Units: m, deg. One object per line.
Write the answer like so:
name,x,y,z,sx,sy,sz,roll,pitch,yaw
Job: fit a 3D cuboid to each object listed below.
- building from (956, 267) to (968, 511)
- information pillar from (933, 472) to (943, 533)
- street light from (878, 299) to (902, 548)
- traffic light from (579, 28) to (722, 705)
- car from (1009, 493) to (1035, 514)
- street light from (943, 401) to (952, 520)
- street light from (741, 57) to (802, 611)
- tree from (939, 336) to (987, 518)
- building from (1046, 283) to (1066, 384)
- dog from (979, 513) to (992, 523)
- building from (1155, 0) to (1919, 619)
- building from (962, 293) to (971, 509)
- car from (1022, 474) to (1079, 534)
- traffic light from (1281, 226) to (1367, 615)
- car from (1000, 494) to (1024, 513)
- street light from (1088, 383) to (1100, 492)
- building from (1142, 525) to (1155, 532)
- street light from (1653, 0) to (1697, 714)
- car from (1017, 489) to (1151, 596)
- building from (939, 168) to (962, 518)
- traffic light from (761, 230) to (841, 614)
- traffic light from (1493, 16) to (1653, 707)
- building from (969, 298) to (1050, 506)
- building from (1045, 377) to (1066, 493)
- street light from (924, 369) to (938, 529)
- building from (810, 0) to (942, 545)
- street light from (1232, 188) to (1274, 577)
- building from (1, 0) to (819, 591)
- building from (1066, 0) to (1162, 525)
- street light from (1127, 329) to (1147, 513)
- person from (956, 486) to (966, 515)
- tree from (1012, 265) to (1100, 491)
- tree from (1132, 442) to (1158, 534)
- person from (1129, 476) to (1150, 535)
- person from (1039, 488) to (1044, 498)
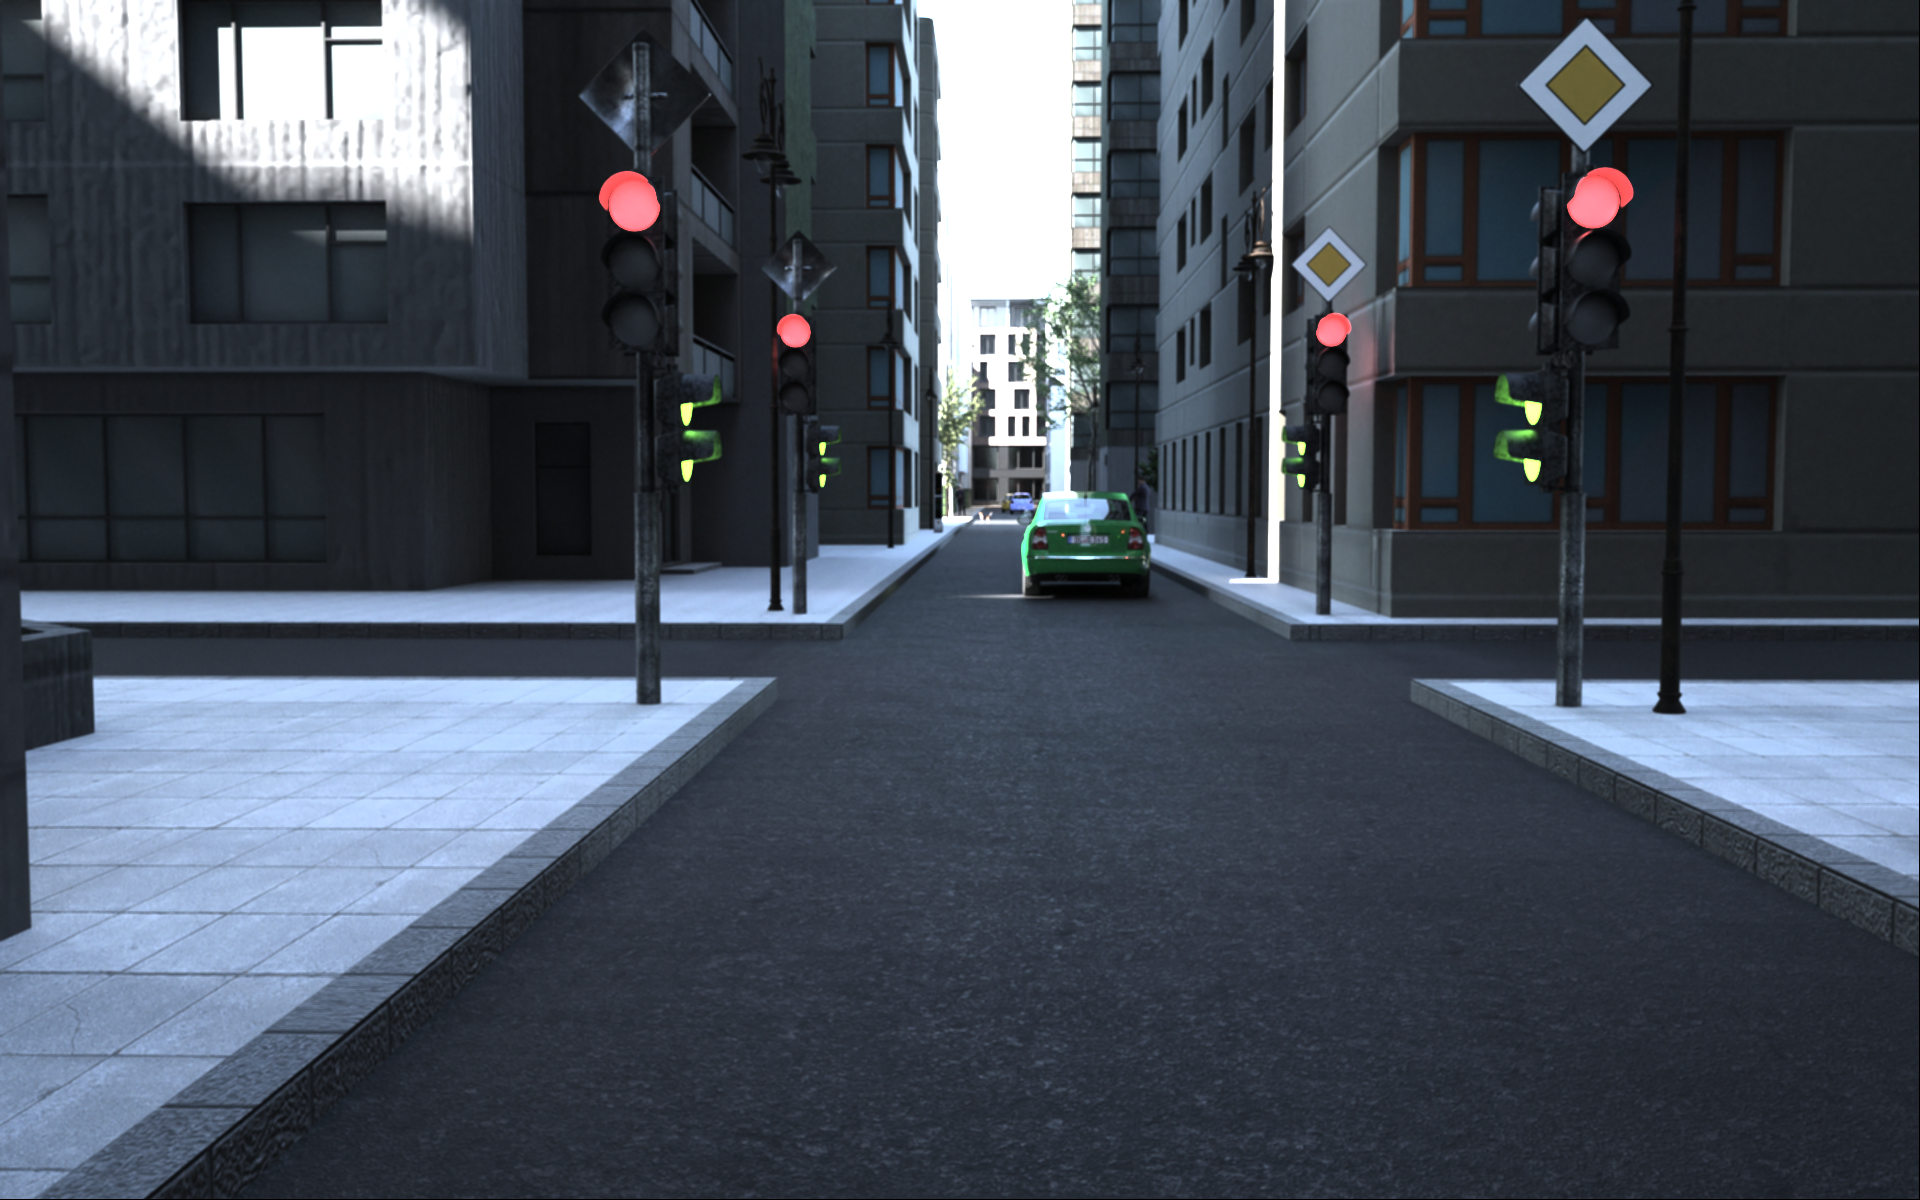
building,-7.360,-17.530,143.042,16.016,20.091,11.380,0,4,1
information pillar,-0.727,-3.257,57.741,0.304,2.012,0.304,0,4,-4
street light,-1.654,-4.182,41.166,0.468,5.910,1.993,0,4,1
traffic light,-1.890,-1.319,10.494,0.839,4.253,0.868,0,4,1
car,4.438,-7.010,124.208,1.945,1.707,3.694,0,4,3
street light,-0.597,-6.833,84.501,0.468,5.910,1.993,0,4,1
street light,-2.036,-2.823,18.950,0.468,5.910,1.993,0,4,1
tree,-1.214,-7.895,79.437,4.737,8.622,4.395,0,3,0
building,16.448,-17.555,153.483,16.747,18.905,31.486,0,4,1
dog,1.271,-4.127,86.763,0.540,0.507,0.406,-2,4,-30
building,19.235,-11.358,30.748,28.899,21.520,27.650,0,4,1
building,-14.816,-18.023,161.127,31.486,18.905,16.747,0,4,1
car,2.204,-1.521,33.657,1.959,1.807,4.718,0,3,0
traffic light,3.858,-1.801,18.363,0.839,4.253,0.868,0,4,1
car,4.114,-7.623,134.861,2.015,1.641,3.980,0,4,1
street light,5.521,-6.007,71.003,0.468,5.910,1.993,0,4,1
building,12.071,-17.837,63.344,14.160,30.474,14.107,0,4,1
street light,4.170,-2.276,10.004,0.468,5.910,1.993,0,4,1
car,1.823,-1.031,25.653,1.959,1.807,4.718,0,4,2
building,-8.811,-14.900,110.076,16.747,18.905,31.486,0,4,1
traffic light,-1.702,-1.808,18.477,0.839,4.253,0.868,0,4,1
traffic light,3.670,-1.312,10.380,0.839,4.253,0.868,0,4,1
building,13.846,-21.215,190.836,32.646,21.610,27.936,0,4,1
building,10.938,-11.133,124.164,9.099,9.664,28.070,0,4,1
street light,-1.050,-5.507,62.832,0.468,5.910,1.993,0,4,1
building,-14.904,-13.014,57.810,27.650,21.520,28.899,0,4,1
street light,4.496,-3.292,26.606,0.468,5.910,1.993,0,4,1
building,-10.083,-21.043,27.650,14.154,41.232,14.086,0,4,1
building,12.275,-19.234,86.184,14.160,30.474,14.107,0,4,1
street light,4.973,-4.642,48.690,0.468,5.910,1.993,0,4,1
person,0.040,-5.982,104.291,0.683,1.767,0.568,1,4,15
tree,5.835,-9.178,75.822,9.928,11.665,9.643,0,3,0
tree,6.295,-3.717,55.375,1.663,3.219,1.824,0,3,0
person,4.749,-2.431,46.233,0.568,1.767,0.683,2,4,33
person,7.241,-9.051,154.022,0.705,1.824,1.348,0,4,-3
